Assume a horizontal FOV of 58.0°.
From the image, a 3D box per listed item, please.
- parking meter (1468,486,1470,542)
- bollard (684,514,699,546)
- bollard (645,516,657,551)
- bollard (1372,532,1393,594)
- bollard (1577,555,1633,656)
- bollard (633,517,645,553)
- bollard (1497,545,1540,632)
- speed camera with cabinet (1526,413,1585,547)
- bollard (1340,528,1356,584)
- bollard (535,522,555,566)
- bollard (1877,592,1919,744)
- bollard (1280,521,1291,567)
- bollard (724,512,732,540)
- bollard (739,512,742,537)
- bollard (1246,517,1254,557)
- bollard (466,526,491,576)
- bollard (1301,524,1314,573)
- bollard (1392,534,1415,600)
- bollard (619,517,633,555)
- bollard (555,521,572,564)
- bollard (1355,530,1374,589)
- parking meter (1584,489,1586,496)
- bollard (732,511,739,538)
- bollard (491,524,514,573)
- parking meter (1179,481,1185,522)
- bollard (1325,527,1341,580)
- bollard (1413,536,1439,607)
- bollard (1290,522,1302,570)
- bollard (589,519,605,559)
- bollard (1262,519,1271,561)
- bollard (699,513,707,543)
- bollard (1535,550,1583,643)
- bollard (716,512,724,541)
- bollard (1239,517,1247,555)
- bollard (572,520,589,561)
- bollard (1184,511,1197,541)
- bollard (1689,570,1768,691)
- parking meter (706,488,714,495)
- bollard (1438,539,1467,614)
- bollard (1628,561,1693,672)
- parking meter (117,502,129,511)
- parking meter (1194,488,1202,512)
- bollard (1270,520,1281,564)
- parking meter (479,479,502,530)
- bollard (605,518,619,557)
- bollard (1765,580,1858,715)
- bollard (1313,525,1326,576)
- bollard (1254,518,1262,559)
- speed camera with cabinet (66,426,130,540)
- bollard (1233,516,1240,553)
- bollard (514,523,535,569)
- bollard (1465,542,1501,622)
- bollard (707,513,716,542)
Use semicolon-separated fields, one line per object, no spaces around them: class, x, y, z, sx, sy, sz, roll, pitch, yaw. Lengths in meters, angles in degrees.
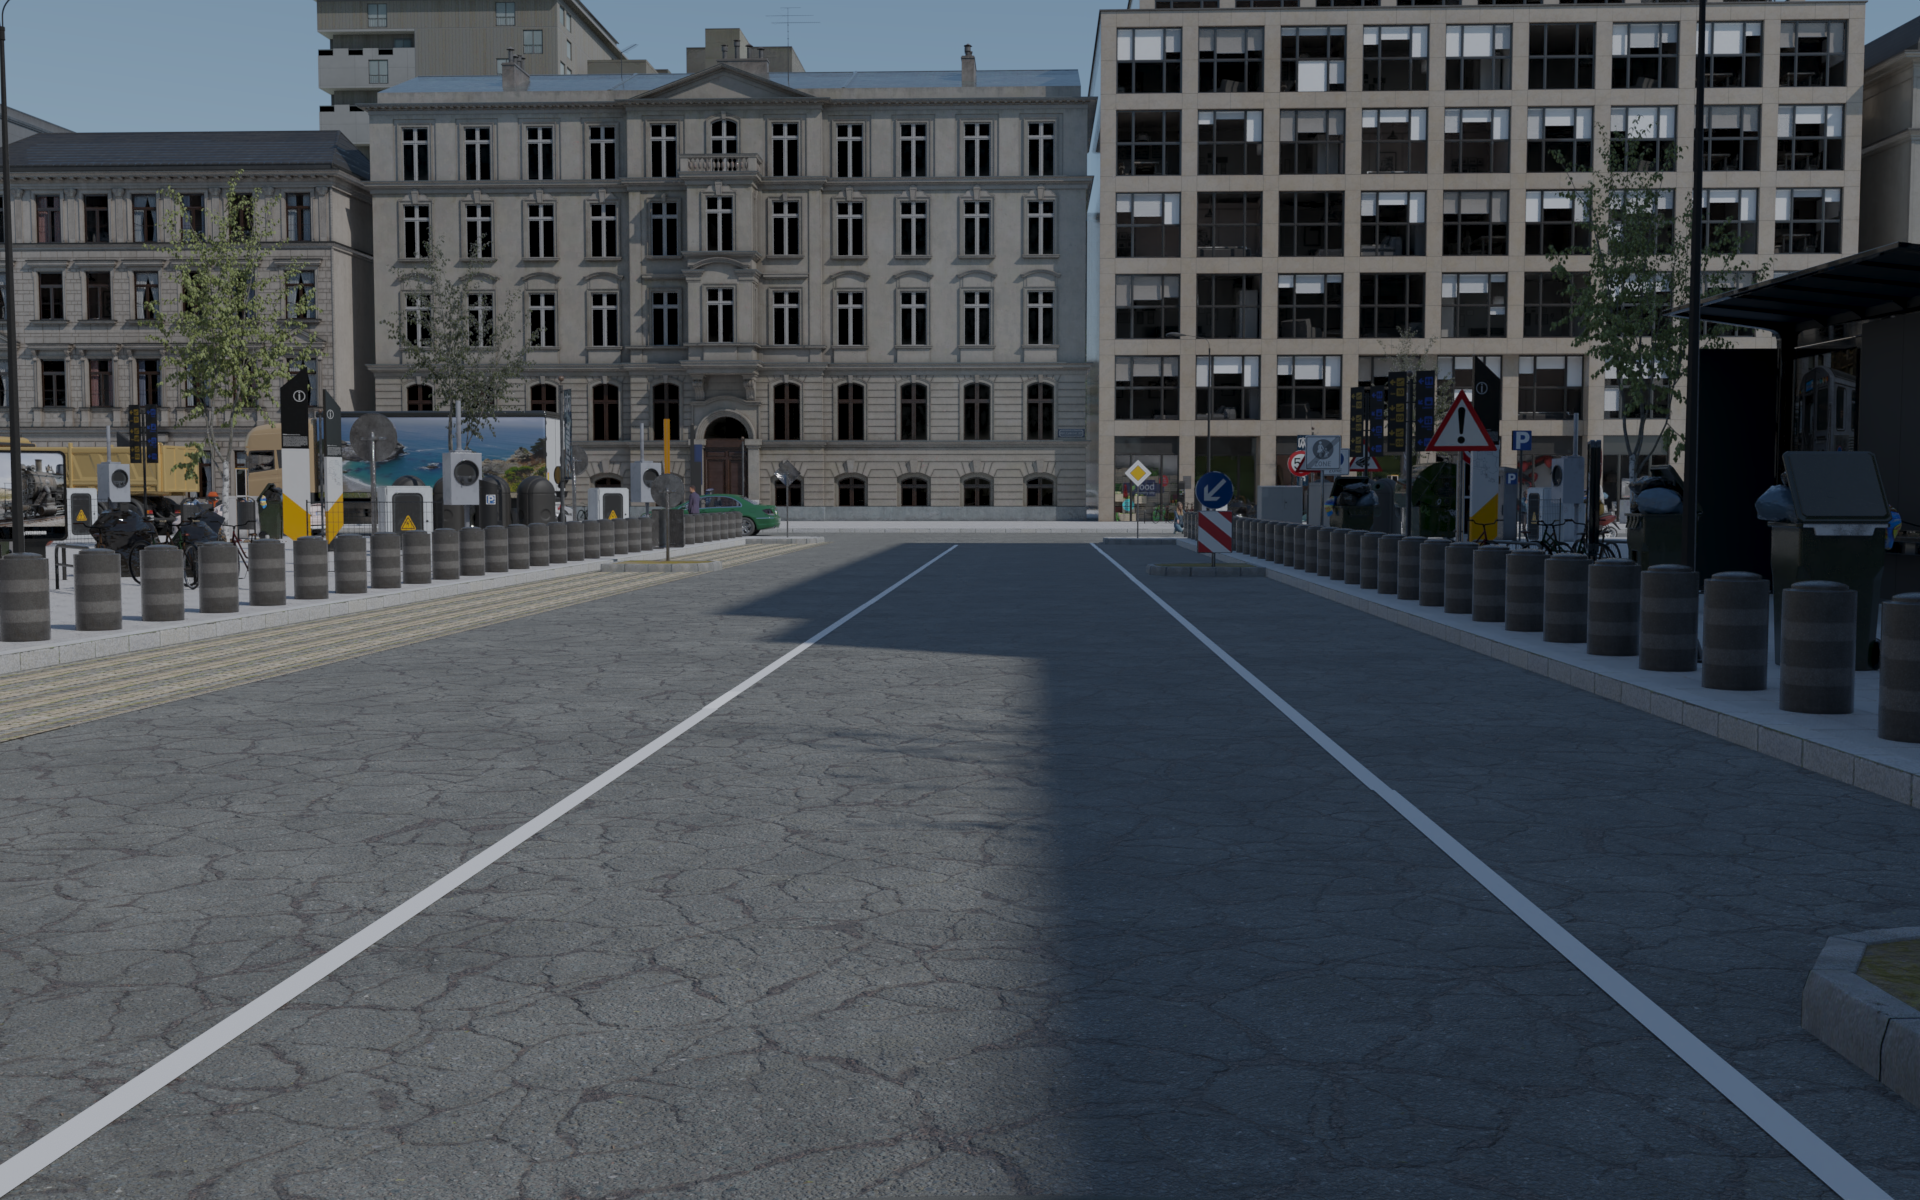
parking meter;8.933;-1.308;29.805;0.372;1.533;0.369;0;3;0
bollard;-6.964;-1.798;44.116;0.404;0.777;0.398;0;3;0
bollard;-7.169;-1.503;39.287;0.404;0.777;0.398;0;3;0
bollard;5.588;-0.464;22.311;0.404;0.777;0.398;0;3;0
bollard;5.233;0.053;13.858;0.404;0.777;0.398;0;3;0
bollard;-7.222;-1.429;38.076;0.404;0.777;0.398;0;3;0
bollard;5.334;-0.095;16.271;0.404;0.777;0.398;0;3;0
speed camera with cabinet;14.787;-2.978;43.034;0.660;3.252;2.038;0;4;-6
bollard;5.695;-0.612;24.718;0.404;0.777;0.398;0;3;0
bollard;-7.527;-0.988;30.865;0.404;0.777;0.398;0;3;0
bollard;5.030;0.347;9.047;0.404;0.777;0.398;0;3;0
bollard;5.950;-0.980;30.737;0.404;0.777;0.398;0;3;0
bollard;-6.757;-2.093;48.945;0.404;0.777;0.398;0;3;0
bollard;-6.659;-2.241;51.356;0.404;0.777;0.398;0;3;0
bollard;6.155;-1.274;35.546;0.404;0.777;0.398;0;3;0
bollard;-7.683;-0.766;27.247;0.404;0.777;0.398;0;3;0
bollard;5.846;-0.832;28.322;0.404;0.777;0.398;0;3;0
bollard;5.539;-0.391;21.103;0.404;0.777;0.398;0;3;0
bollard;-7.272;-1.355;36.875;0.404;0.777;0.398;0;3;0
bollard;-7.479;-1.061;32.066;0.404;0.777;0.398;0;3;0
bollard;5.641;-0.538;23.512;0.404;0.777;0.398;0;3;0
parking meter;27.505;-4.138;76.060;0.372;1.533;0.369;0;3;0
bollard;-6.707;-2.167;50.150;0.404;0.777;0.398;0;3;0
bollard;-7.628;-0.840;28.447;0.404;0.777;0.398;0;3;0
parking meter;9.888;-4.370;77.162;0.255;1.863;0.399;1;4;13
bollard;5.742;-0.685;25.920;0.404;0.777;0.398;0;3;0
bollard;5.488;-0.317;19.902;0.404;0.777;0.398;0;3;0
bollard;5.897;-0.906;29.522;0.404;0.777;0.398;0;3;0
bollard;-7.371;-1.208;34.474;0.404;0.777;0.398;0;3;0
bollard;6.049;-1.127;33.145;0.404;0.777;0.398;0;3;0
bollard;-6.915;-1.872;45.325;0.404;0.777;0.398;0;3;0
bollard;5.287;-0.021;15.058;0.404;0.777;0.398;0;3;0
bollard;-6.812;-2.019;47.733;0.404;0.777;0.398;0;3;0
bollard;6.206;-1.348;36.749;0.404;0.777;0.398;0;3;0
bollard;-7.424;-1.134;33.266;0.404;0.777;0.398;0;3;0
bollard;6.766;-2.159;50.015;0.404;0.777;0.398;0;3;0
bollard;5.129;0.199;11.457;0.404;0.777;0.398;0;3;0
parking meter;-11.251;-4.251;77.909;0.372;1.533;0.369;0;3;0
bollard;5.438;-0.243;18.691;0.404;0.777;0.398;0;3;0
bollard;5.181;0.126;12.657;0.404;0.777;0.398;0;3;0
parking meter;-24.554;-2.752;50.706;0.399;1.863;0.255;2;4;32
parking meter;9.496;-3.701;68.915;0.372;1.533;0.369;0;3;0
bollard;5.999;-1.053;31.938;0.404;0.777;0.398;0;3;0
parking meter;-8.081;-1.309;29.815;0.372;1.533;0.369;0;3;0
bollard;-7.324;-1.282;35.674;0.404;0.777;0.398;0;3;0
bollard;5.076;0.273;10.248;0.404;0.777;0.398;0;3;0
bollard;5.799;-0.759;27.121;0.404;0.777;0.398;0;3;0
bollard;6.101;-1.201;34.346;0.404;0.777;0.398;0;3;0
speed camera with cabinet;-24.741;-3.367;49.381;0.660;3.252;2.038;2;4;28
bollard;6.255;-1.422;37.961;0.404;0.777;0.398;0;3;0
bollard;-7.581;-0.914;29.661;0.404;0.777;0.398;0;3;0
bollard;5.385;-0.170;17.490;0.404;0.777;0.398;0;3;0
bollard;-6.862;-1.946;46.531;0.404;0.777;0.398;0;3;0
